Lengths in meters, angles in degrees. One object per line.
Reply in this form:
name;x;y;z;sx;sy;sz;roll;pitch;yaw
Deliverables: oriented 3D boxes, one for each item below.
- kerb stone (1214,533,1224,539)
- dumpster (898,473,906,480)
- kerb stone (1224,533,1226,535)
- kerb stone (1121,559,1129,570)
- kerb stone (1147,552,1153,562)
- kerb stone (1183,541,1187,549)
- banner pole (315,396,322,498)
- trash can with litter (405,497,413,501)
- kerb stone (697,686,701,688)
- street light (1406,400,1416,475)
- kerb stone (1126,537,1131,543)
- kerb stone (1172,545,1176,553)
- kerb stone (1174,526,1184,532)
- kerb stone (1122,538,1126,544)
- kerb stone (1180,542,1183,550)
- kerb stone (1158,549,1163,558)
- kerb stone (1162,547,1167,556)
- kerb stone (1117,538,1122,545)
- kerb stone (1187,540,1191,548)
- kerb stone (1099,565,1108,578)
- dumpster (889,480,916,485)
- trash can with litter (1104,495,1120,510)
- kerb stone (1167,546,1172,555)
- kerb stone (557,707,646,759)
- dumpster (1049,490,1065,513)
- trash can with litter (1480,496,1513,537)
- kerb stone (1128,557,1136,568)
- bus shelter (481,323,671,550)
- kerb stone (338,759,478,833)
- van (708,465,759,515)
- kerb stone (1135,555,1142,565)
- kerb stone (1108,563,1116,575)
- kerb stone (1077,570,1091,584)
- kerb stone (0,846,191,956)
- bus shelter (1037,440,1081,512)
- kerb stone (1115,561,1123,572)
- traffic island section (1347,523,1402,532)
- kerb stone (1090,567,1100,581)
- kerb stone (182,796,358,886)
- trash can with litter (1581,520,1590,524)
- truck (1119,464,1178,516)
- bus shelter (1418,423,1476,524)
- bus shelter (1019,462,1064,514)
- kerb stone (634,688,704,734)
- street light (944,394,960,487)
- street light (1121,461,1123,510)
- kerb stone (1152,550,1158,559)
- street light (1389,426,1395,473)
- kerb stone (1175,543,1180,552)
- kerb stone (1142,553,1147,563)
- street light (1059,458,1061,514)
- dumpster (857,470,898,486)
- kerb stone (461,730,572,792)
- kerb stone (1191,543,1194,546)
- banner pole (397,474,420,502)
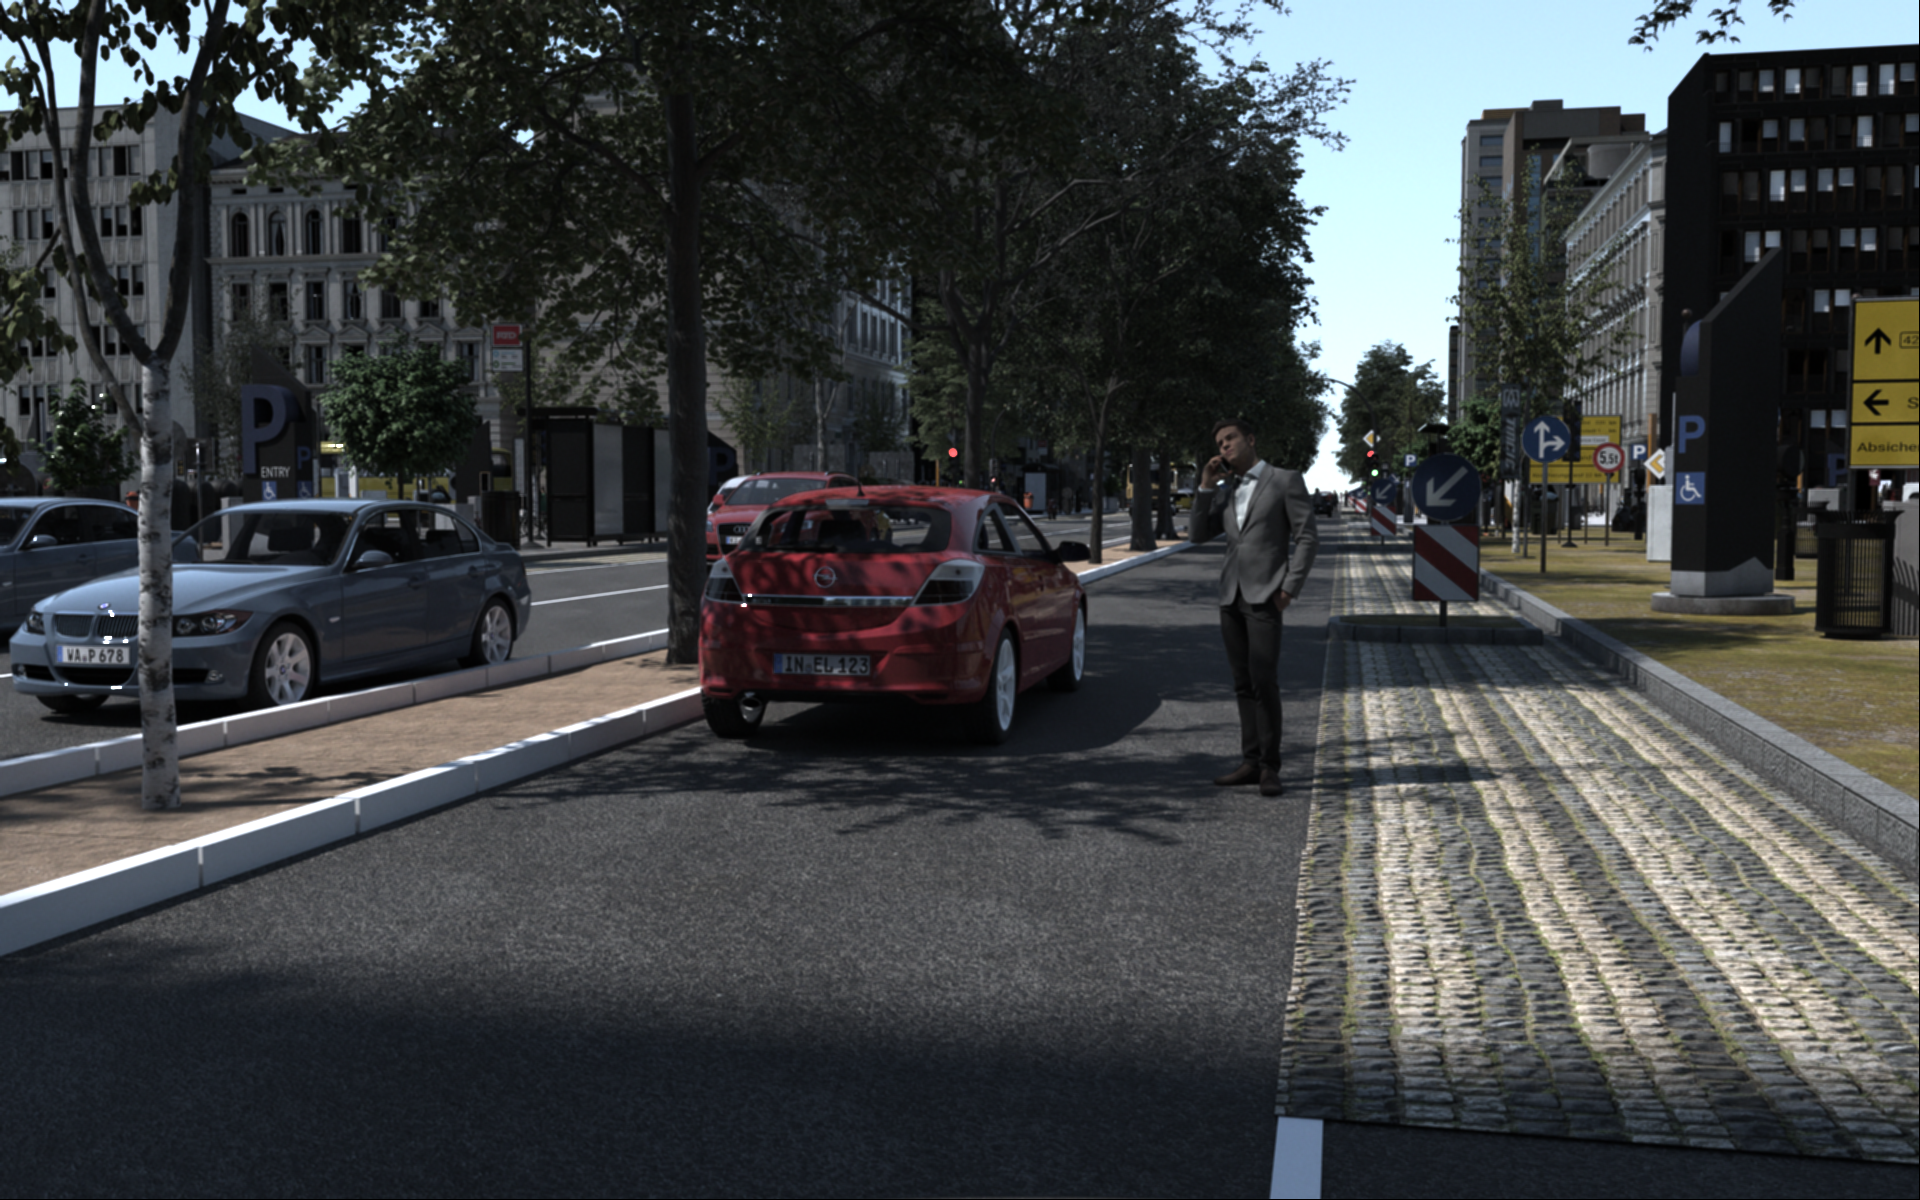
kerb stone;8.811;-2.244;58.883;0.120;0.150;1.000;1;4;12
dumpster;-3.135;-4.774;80.546;1.502;2.255;1.985;1;4;13
kerb stone;9.044;-2.305;59.879;0.120;0.150;1.000;1;4;12
kerb stone;3.043;-0.651;32.844;0.120;0.150;1.000;1;4;12
kerb stone;3.939;-0.895;36.834;0.120;0.150;1.000;1;4;12
kerb stone;5.711;-1.385;44.844;0.120;0.150;1.000;1;4;12
banner pole;-16.278;-3.302;44.011;0.401;3.779;0.863;-1;4;-18
trash can with litter;-20.642;-3.333;65.884;1.055;1.170;0.624;-2;4;-28
kerb stone;-1.608;0.634;11.823;0.120;0.150;1.000;1;4;12
street light;22.204;-6.894;85.508;0.468;5.910;1.993;1;4;12
kerb stone;4.777;-1.719;50.319;0.120;0.150;1.000;1;4;12
kerb stone;5.044;-1.196;41.844;0.120;0.150;1.000;1;4;12
kerb stone;8.536;-2.761;67.331;0.120;0.150;1.000;1;4;12
kerb stone;4.545;-1.659;49.315;0.120;0.150;1.000;1;4;12
kerb stone;5.478;-1.324;43.843;0.120;0.150;1.000;1;4;12
kerb stone;4.382;-1.015;38.831;0.120;0.150;1.000;1;4;12
kerb stone;4.599;-1.077;39.830;0.120;0.150;1.000;1;4;12
kerb stone;4.326;-1.596;48.313;0.120;0.150;1.000;1;4;12
kerb stone;5.932;-1.445;45.849;0.120;0.150;1.000;1;4;12
kerb stone;2.377;-0.467;29.833;0.120;0.150;1.000;1;4;12
dumpster;-2.468;-4.044;71.874;1.264;1.857;1.865;1;4;12
trash can with litter;11.998;-7.886;139.989;2.233;1.210;1.678;-1;4;-11
kerb stone;4.827;-1.138;40.840;0.120;0.150;1.000;1;4;12
kerb stone;-2.049;0.757;9.825;0.120;0.150;1.000;1;4;12
dumpster;6.906;-7.020;120.539;1.264;1.857;1.865;1;4;12
trash can with litter;16.233;-2.564;52.981;1.678;1.210;2.233;1;4;19
kerb stone;3.263;-0.712;33.843;0.120;0.150;1.000;1;4;12
bus shelter;-9.379;-4.009;43.175;2.179;5.291;8.768;1;4;12
kerb stone;-2.487;0.879;7.819;0.120;0.150;1.000;1;4;12
van;-4.182;-1.748;35.588;2.013;2.044;4.112;1;4;13
kerb stone;3.491;-0.773;34.840;0.120;0.150;1.000;1;4;12
kerb stone;2.606;-0.529;30.837;0.120;0.150;1.000;1;4;12
kerb stone;1.937;-0.344;27.833;0.120;0.150;1.000;1;4;12
kerb stone;-2.935;1.001;5.824;0.120;0.150;1.000;1;4;12
bus shelter;7.359;-9.344;130.413;2.179;5.291;8.768;1;4;13
kerb stone;2.828;-0.585;31.841;0.120;0.150;1.000;1;4;12
traffic island section;16.203;-2.782;67.759;2.009;0.180;2.903;1;4;12
kerb stone;2.161;-0.406;28.834;0.120;0.150;1.000;1;4;12
kerb stone;-2.714;0.944;6.823;0.120;0.150;1.000;1;4;12
trash can with litter;27.147;-3.991;76.318;2.233;1.210;1.678;-3;4;-38
truck;12.499;-7.143;112.708;3.469;3.379;9.791;1;4;12
bus shelter;16.966;-4.224;60.340;1.731;3.624;6.357;1;4;12
bus shelter;5.272;-7.217;111.924;2.014;3.302;5.546;1;4;13
kerb stone;-1.826;0.696;10.824;0.120;0.150;1.000;1;4;12
street light;-0.338;-6.548;79.840;0.468;5.910;1.993;1;4;12
street light;13.327;-10.346;141.946;0.468;5.910;1.993;1;4;12
kerb stone;4.149;-0.957;37.835;0.120;0.150;1.000;1;4;12
street light;29.088;-8.797;116.617;0.468;5.910;1.993;1;4;12
kerb stone;5.266;-1.260;42.843;0.120;0.150;1.000;1;4;12
kerb stone;3.712;-0.833;35.838;0.120;0.150;1.000;1;4;12
street light;6.432;-8.448;110.907;0.468;5.910;1.993;1;4;12
dumpster;-3.600;-4.134;70.089;1.502;2.255;1.985;1;4;12
kerb stone;-2.266;0.818;8.826;0.120;0.150;1.000;1;4;12
kerb stone;6.146;-1.506;46.849;0.120;0.150;1.000;1;4;12
banner pole;-16.555;-3.801;52.158;0.863;3.779;0.401;0;4;0
